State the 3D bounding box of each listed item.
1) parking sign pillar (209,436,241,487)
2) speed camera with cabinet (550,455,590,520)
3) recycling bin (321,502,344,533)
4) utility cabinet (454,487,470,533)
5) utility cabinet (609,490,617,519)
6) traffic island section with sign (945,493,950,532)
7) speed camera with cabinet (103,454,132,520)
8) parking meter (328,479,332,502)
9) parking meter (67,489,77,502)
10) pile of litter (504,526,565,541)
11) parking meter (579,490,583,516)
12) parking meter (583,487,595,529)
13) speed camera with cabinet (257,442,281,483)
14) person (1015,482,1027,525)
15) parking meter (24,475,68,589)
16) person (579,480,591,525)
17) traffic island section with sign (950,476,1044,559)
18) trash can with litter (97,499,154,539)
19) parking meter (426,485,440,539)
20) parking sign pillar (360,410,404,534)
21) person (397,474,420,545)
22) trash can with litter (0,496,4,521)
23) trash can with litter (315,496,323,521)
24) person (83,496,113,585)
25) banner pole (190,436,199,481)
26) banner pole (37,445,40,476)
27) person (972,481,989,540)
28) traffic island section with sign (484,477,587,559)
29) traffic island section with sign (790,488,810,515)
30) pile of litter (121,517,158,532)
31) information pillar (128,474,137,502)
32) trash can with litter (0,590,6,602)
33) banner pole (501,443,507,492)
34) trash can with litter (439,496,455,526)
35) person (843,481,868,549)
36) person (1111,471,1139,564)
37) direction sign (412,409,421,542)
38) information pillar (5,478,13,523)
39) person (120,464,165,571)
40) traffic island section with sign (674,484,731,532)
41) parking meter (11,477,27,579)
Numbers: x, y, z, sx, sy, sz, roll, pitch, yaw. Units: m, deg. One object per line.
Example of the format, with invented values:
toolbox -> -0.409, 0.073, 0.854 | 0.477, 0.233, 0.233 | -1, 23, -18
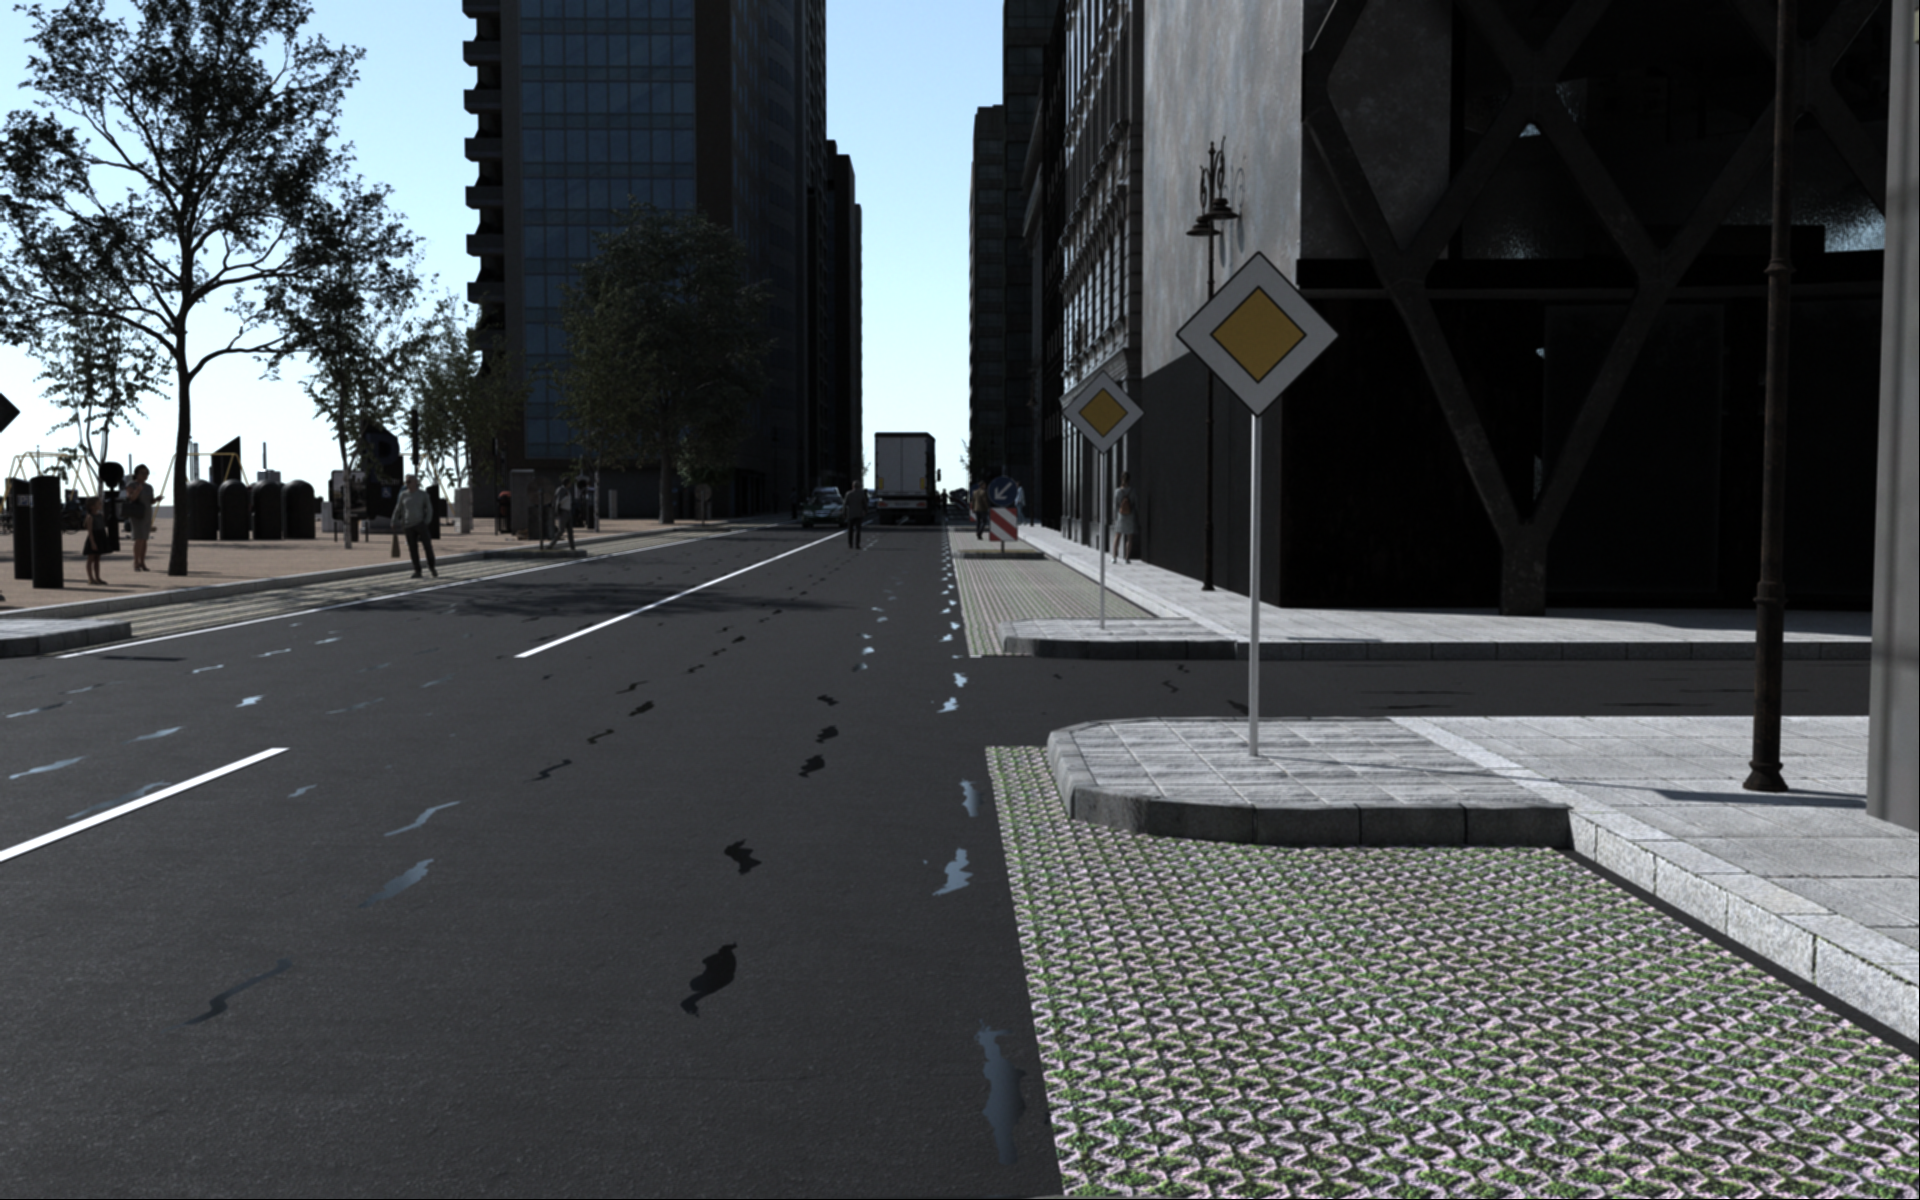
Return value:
parking sign pillar -> -33.734, -5.569, 79.525 | 1.447, 3.967, 1.447 | -3, 5, -43
speed camera with cabinet -> -19.573, -5.642, 86.587 | 2.038, 3.252, 0.660 | -1, 4, -17
recycling bin -> -20.831, -2.775, 57.919 | 0.722, 1.027, 0.722 | 1, 4, 21
utility cabinet -> -16.267, -2.927, 56.530 | 0.318, 1.500, 1.173 | -2, 4, -26
utility cabinet -> -17.812, -4.912, 88.982 | 0.318, 1.500, 1.173 | -1, 4, -17
traffic island section with sign -> 0.543, -3.494, 65.748 | 1.989, 1.847, 2.006 | 0, 4, -1
speed camera with cabinet -> -41.256, -5.545, 84.995 | 2.038, 3.252, 0.660 | 2, 4, 33
parking meter -> -22.458, -3.453, 62.168 | 0.255, 1.863, 0.399 | 0, 4, 7
parking meter -> -42.147, -4.501, 81.997 | 0.372, 1.533, 0.369 | 0, 3, 0
pile of litter -> -11.897, -2.108, 48.429 | 1.719, 0.858, 1.176 | -1, 4, -19
parking meter -> -17.972, -4.538, 82.602 | 0.372, 1.533, 0.369 | 0, 3, 0
parking meter -> -13.421, -3.348, 63.151 | 0.372, 1.533, 0.369 | 0, 3, 0
speed camera with cabinet -> -25.690, -4.364, 65.680 | 2.038, 3.252, 0.660 | 2, 4, 25
person -> 2.491, -3.974, 71.275 | 0.793, 1.790, 0.793 | 3, 5, 42
parking meter -> -12.471, -0.932, 23.643 | 0.372, 1.533, 0.369 | 0, 3, 0
person -> -15.353, -4.012, 71.424 | 0.659, 1.850, 0.755 | 0, 4, -6
traffic island section with sign -> 0.828, -1.835, 38.631 | 1.989, 1.847, 2.006 | 0, 4, -1
trash can with litter -> -23.903, -2.343, 49.372 | 1.678, 1.210, 2.233 | 2, 4, 33
parking meter -> -14.971, -2.494, 49.189 | 0.372, 1.533, 0.369 | 0, 3, 0
parking sign pillar -> -18.615, -4.119, 55.810 | 1.447, 3.967, 1.447 | 3, 4, 38
person -> -13.739, -2.257, 43.295 | 0.601, 1.785, 0.444 | 0, 4, -6
trash can with litter -> -46.453, -4.424, 83.385 | 1.678, 1.210, 2.233 | 0, 4, -8
trash can with litter -> -30.315, -4.387, 82.788 | 2.233, 1.210, 1.678 | -1, 4, -8
person -> -12.211, -0.846, 24.537 | 0.373, 1.253, 0.362 | 1, 4, 12
banner pole -> -32.911, -5.164, 74.453 | 0.863, 3.779, 0.401 | 3, 4, 38
banner pole -> -47.079, -6.028, 88.575 | 0.401, 3.779, 0.863 | -2, 4, -24
person -> 0.667, -2.789, 54.016 | 0.656, 1.842, 0.836 | 1, 4, 10
traffic island section with sign -> -9.496, -1.858, 39.014 | 1.989, 1.847, 2.006 | 0, 4, -1
traffic island section with sign -> -10.316, -6.577, 116.160 | 1.989, 1.847, 2.006 | 0, 4, -1
pile of litter -> -27.913, -2.745, 58.852 | 1.176, 0.858, 1.719 | -1, 4, -17
information pillar -> -30.807, -3.679, 64.636 | 0.304, 2.012, 0.304 | 3, 4, 37
trash can with litter -> -11.358, -0.513, 19.779 | 1.055, 1.170, 0.624 | 1, 4, 23
banner pole -> -22.297, -5.796, 84.774 | 0.401, 3.779, 0.863 | 0, 4, 8
trash can with litter -> -21.396, -3.620, 70.250 | 2.233, 1.210, 1.678 | 0, 4, 4
person -> -2.751, -2.237, 45.474 | 0.661, 1.777, 0.834 | -1, 4, -9
person -> 3.052, -1.522, 31.929 | 0.512, 1.701, 0.522 | 0, 4, 3
direction sign -> -14.595, -3.332, 46.479 | 0.379, 3.537, 0.876 | -1, 4, -8
information pillar -> -42.854, -4.508, 78.195 | 0.304, 2.012, 0.304 | 2, 4, 28
person -> -13.618, -1.370, 28.797 | 0.532, 1.782, 0.716 | 1, 4, 23
traffic island section with sign -> -9.779, -3.507, 65.968 | 1.989, 1.847, 2.006 | 0, 4, -1
parking meter -> -14.100, -1.086, 26.171 | 0.372, 1.533, 0.369 | 0, 3, 0
